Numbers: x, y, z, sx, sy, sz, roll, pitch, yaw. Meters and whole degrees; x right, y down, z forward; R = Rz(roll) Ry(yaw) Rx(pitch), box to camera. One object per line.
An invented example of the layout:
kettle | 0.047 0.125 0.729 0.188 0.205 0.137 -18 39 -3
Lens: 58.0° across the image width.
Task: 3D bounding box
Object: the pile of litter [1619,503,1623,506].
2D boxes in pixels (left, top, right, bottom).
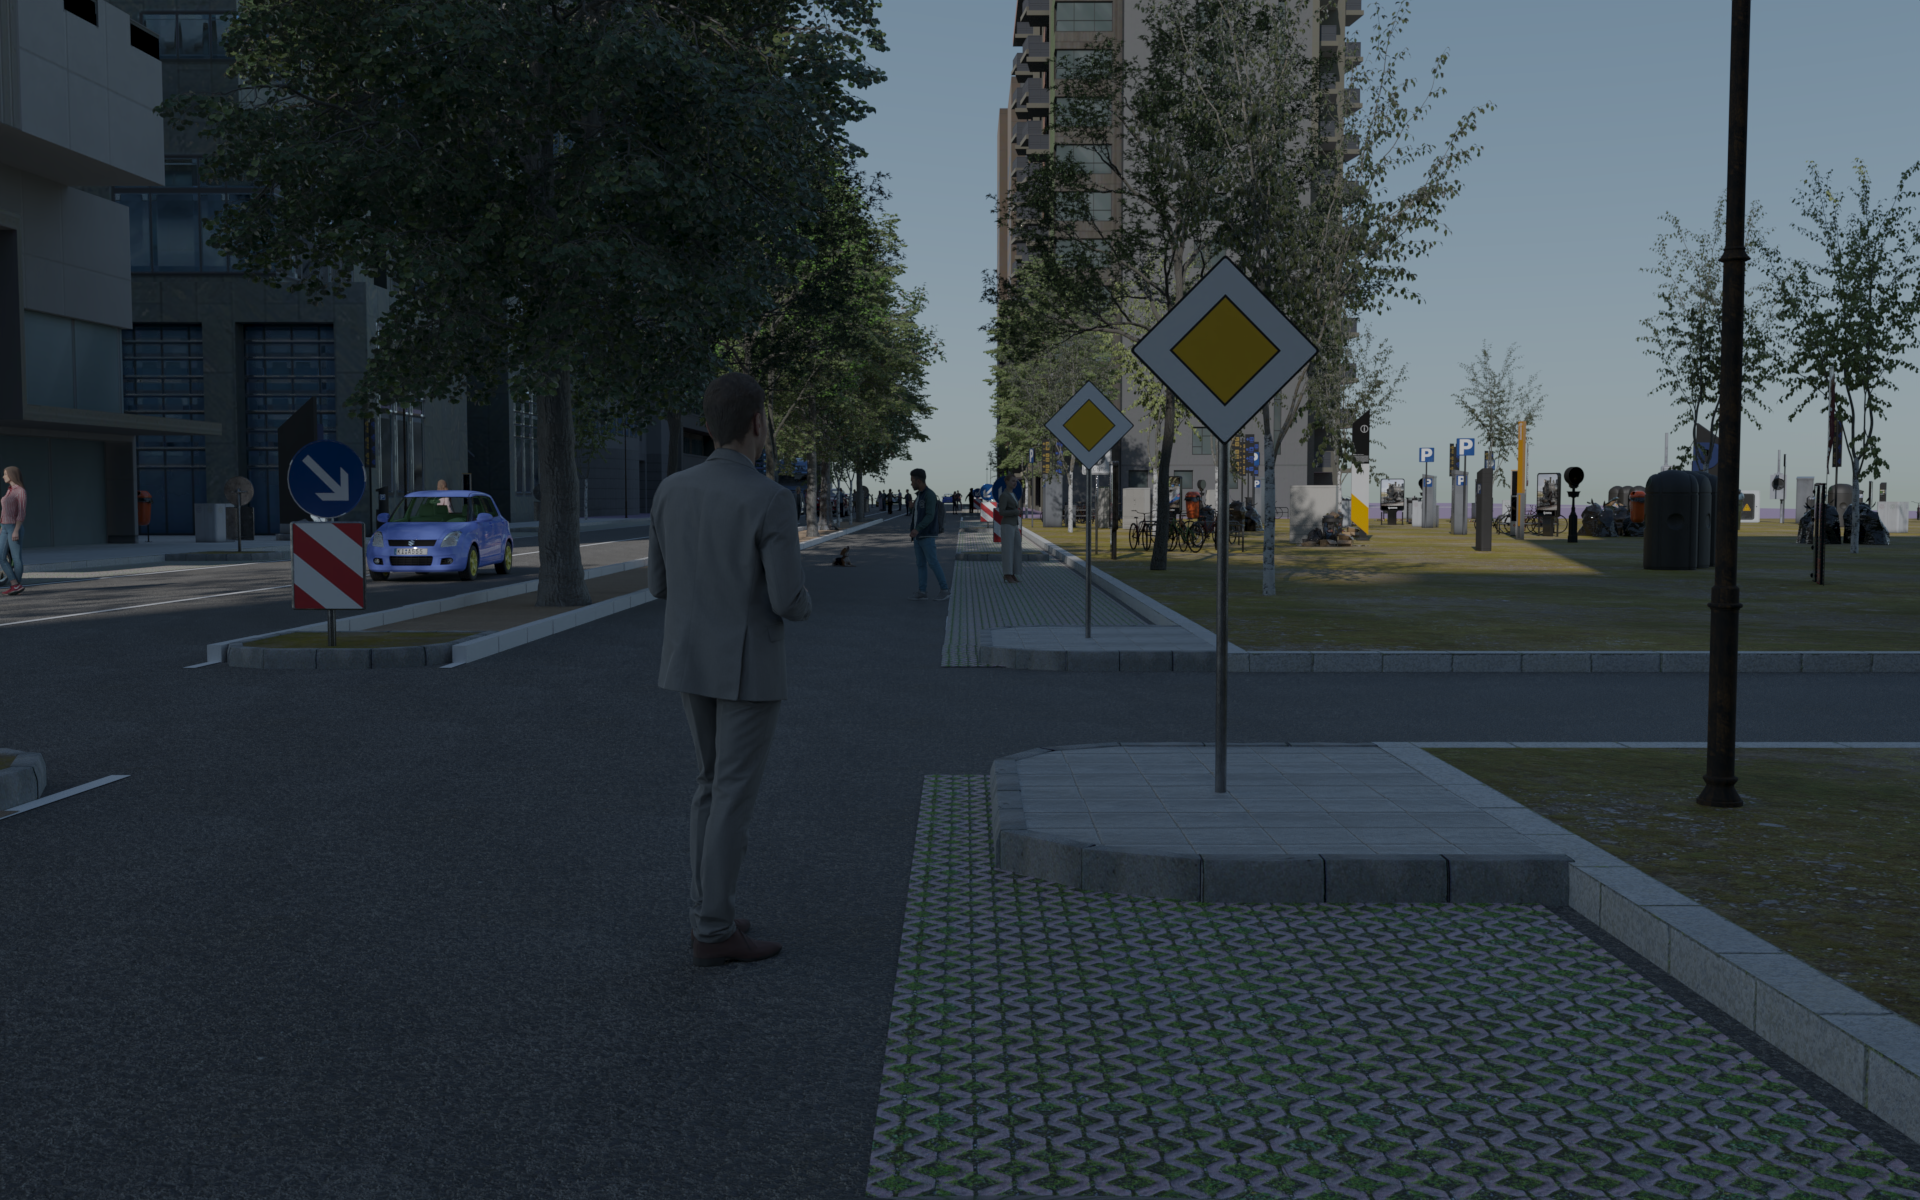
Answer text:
pile of litter | 30.623 -4.065 80.428 1.719 0.858 1.176 2 4 32

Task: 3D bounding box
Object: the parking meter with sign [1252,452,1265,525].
parking meter with sign | 12.617 -4.683 72.823 0.543 3.016 1.738 2 4 30

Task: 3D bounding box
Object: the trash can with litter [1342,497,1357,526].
trash can with litter | 15.155 -3.610 70.084 2.233 1.210 1.678 0 4 7

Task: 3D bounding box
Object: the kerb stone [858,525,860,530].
kerb stone | -4.100 -2.769 67.472 0.120 0.150 1.000 0 4 0

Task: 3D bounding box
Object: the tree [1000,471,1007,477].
tree | 3.629 -9.087 143.181 1.663 3.219 1.824 0 3 0

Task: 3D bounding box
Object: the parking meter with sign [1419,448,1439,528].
parking meter with sign | 17.836 -4.247 65.700 0.543 3.016 1.738 2 4 25

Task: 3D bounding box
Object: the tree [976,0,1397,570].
tree | 3.688 -5.777 28.870 7.601 10.594 8.767 1 4 9

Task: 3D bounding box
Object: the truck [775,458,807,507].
truck | -12.357 -8.885 135.034 2.967 4.110 18.799 0 4 -2

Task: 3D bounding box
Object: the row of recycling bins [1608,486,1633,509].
row of recycling bins | 32.839 -4.725 84.359 1.069 1.692 3.534 -1 4 -15

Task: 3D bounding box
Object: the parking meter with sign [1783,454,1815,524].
parking meter with sign | 36.534 -4.806 74.839 1.738 3.016 0.543 2 4 29

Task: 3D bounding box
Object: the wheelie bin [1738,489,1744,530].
wheelie bin | 27.468 -3.290 61.692 0.980 1.594 0.693 -1 4 -13

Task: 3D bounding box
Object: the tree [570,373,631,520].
tree | -18.631 -8.326 86.488 4.737 8.622 4.395 0 3 0

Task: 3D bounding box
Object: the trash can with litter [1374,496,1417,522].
trash can with litter | 20.729 -4.409 83.143 1.678 1.210 2.233 3 4 39

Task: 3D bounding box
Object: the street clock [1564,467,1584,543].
street clock | 16.197 -2.518 45.734 0.471 2.002 0.358 -1 4 -12

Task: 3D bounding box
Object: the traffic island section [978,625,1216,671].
traffic island section | 1.163 0.417 15.457 2.009 0.180 2.903 0 4 0

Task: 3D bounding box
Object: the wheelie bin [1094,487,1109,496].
wheelie bin | 6.141 -3.979 72.957 0.980 1.594 0.693 1 4 19

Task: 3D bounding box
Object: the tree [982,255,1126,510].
tree | 4.398 -10.051 82.459 7.486 12.596 7.792 0 3 0

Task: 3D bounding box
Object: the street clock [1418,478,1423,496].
street clock | 20.460 -4.397 76.461 0.471 2.002 0.358 1 4 14

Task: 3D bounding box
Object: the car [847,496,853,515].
car | -8.111 -6.362 116.017 2.014 1.417 4.499 0 4 0

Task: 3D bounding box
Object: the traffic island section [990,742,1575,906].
traffic island section | 1.143 0.906 7.472 2.009 0.180 2.903 0 4 0

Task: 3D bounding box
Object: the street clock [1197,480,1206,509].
street clock | 12.196 -5.071 87.480 0.358 2.002 0.471 3 5 43

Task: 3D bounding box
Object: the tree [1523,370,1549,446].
tree | 25.682 -8.095 82.717 4.360 8.622 3.978 0 3 0

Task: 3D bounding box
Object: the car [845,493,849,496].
car | -12.860 -11.278 193.988 1.945 1.707 3.694 0 4 -1

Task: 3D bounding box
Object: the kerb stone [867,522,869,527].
kerb stone | -4.081 -3.145 73.624 0.120 0.150 1.000 0 4 0

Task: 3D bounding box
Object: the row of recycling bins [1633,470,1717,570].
row of recycling bins | 12.837 -1.435 30.572 1.069 1.692 3.534 2 4 32

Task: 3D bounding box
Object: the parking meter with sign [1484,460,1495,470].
parking meter with sign | 26.620 -5.631 88.334 0.543 3.016 1.738 -1 4 -9

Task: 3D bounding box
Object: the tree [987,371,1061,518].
tree | 3.751 -8.640 91.619 4.737 8.622 4.395 0 3 0

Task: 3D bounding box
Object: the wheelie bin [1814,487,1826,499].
wheelie bin | 40.869 -4.571 82.641 0.693 1.594 0.980 -3 4 -38

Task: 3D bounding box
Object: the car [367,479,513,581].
car | -8.881 -1.229 29.691 1.945 1.707 3.694 0 4 -1

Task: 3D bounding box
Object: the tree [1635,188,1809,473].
tree | 18.553 -5.642 42.614 4.360 8.622 3.978 0 3 0

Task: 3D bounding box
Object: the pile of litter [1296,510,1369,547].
pile of litter | 9.189 -1.754 42.640 1.719 0.858 1.176 1 4 22

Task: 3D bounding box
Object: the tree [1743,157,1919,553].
tree | 19.145 -5.313 37.227 4.737 8.622 4.395 0 3 0

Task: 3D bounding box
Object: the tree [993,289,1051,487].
tree | 3.479 -6.583 58.002 4.360 8.622 3.978 0 3 0

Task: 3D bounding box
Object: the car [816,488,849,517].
car | -8.282 -6.262 111.058 2.281 1.827 5.304 0 4 1

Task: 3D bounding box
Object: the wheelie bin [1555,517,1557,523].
wheelie bin | 25.541 -4.113 75.152 0.980 1.594 0.693 3 5 43

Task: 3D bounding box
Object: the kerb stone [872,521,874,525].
kerb stone | -4.066 -3.396 77.728 0.120 0.150 1.000 0 4 0

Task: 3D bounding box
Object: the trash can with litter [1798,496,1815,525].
trash can with litter | 35.520 -3.700 71.556 2.233 1.210 1.678 -2 4 -27

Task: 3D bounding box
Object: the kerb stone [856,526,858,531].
kerb stone | -4.100 -2.706 66.441 0.120 0.150 1.000 0 4 0

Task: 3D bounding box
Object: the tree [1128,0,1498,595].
tree | 4.115 -4.356 21.579 4.360 8.622 3.978 0 3 0

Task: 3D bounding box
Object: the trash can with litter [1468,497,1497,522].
trash can with litter | 23.692 -4.166 79.165 2.233 1.210 1.678 -1 4 -9

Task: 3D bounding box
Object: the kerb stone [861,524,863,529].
kerb stone | -4.093 -2.895 69.527 0.120 0.150 1.000 0 4 0

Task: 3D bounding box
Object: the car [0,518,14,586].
car | -15.685 -1.012 25.348 1.959 1.807 4.718 0 3 0

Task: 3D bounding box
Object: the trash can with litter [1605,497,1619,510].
trash can with litter | 23.752 -3.205 63.791 1.055 1.170 0.624 2 4 35

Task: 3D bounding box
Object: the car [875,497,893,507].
car | -8.522 -11.222 193.707 2.015 1.641 3.980 0 4 0

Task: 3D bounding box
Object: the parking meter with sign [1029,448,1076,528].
parking meter with sign | 3.572 -4.292 66.434 1.738 3.016 0.543 -1 4 -14

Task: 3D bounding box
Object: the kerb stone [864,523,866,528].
kerb stone | -4.093 -3.020 71.578 0.120 0.150 1.000 0 4 0

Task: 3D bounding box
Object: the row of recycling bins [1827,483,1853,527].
row of recycling bins | 34.853 -3.752 68.453 1.069 1.692 3.534 2 4 28

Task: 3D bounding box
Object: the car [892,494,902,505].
car | -8.338 -12.846 221.824 2.131 1.459 4.920 0 4 -1

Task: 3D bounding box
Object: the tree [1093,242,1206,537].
tree | 6.079 -6.200 51.732 4.737 8.622 4.395 0 3 0

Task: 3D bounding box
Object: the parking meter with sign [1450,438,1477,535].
parking meter with sign | 15.842 -3.582 54.821 0.543 3.016 1.738 0 4 7

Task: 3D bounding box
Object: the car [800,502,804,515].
car | -11.729 -6.517 118.916 2.083 1.381 4.827 0 4 -1

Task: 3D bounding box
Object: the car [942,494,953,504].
car | -1.556 -13.751 234.422 1.945 1.707 3.694 0 4 1
